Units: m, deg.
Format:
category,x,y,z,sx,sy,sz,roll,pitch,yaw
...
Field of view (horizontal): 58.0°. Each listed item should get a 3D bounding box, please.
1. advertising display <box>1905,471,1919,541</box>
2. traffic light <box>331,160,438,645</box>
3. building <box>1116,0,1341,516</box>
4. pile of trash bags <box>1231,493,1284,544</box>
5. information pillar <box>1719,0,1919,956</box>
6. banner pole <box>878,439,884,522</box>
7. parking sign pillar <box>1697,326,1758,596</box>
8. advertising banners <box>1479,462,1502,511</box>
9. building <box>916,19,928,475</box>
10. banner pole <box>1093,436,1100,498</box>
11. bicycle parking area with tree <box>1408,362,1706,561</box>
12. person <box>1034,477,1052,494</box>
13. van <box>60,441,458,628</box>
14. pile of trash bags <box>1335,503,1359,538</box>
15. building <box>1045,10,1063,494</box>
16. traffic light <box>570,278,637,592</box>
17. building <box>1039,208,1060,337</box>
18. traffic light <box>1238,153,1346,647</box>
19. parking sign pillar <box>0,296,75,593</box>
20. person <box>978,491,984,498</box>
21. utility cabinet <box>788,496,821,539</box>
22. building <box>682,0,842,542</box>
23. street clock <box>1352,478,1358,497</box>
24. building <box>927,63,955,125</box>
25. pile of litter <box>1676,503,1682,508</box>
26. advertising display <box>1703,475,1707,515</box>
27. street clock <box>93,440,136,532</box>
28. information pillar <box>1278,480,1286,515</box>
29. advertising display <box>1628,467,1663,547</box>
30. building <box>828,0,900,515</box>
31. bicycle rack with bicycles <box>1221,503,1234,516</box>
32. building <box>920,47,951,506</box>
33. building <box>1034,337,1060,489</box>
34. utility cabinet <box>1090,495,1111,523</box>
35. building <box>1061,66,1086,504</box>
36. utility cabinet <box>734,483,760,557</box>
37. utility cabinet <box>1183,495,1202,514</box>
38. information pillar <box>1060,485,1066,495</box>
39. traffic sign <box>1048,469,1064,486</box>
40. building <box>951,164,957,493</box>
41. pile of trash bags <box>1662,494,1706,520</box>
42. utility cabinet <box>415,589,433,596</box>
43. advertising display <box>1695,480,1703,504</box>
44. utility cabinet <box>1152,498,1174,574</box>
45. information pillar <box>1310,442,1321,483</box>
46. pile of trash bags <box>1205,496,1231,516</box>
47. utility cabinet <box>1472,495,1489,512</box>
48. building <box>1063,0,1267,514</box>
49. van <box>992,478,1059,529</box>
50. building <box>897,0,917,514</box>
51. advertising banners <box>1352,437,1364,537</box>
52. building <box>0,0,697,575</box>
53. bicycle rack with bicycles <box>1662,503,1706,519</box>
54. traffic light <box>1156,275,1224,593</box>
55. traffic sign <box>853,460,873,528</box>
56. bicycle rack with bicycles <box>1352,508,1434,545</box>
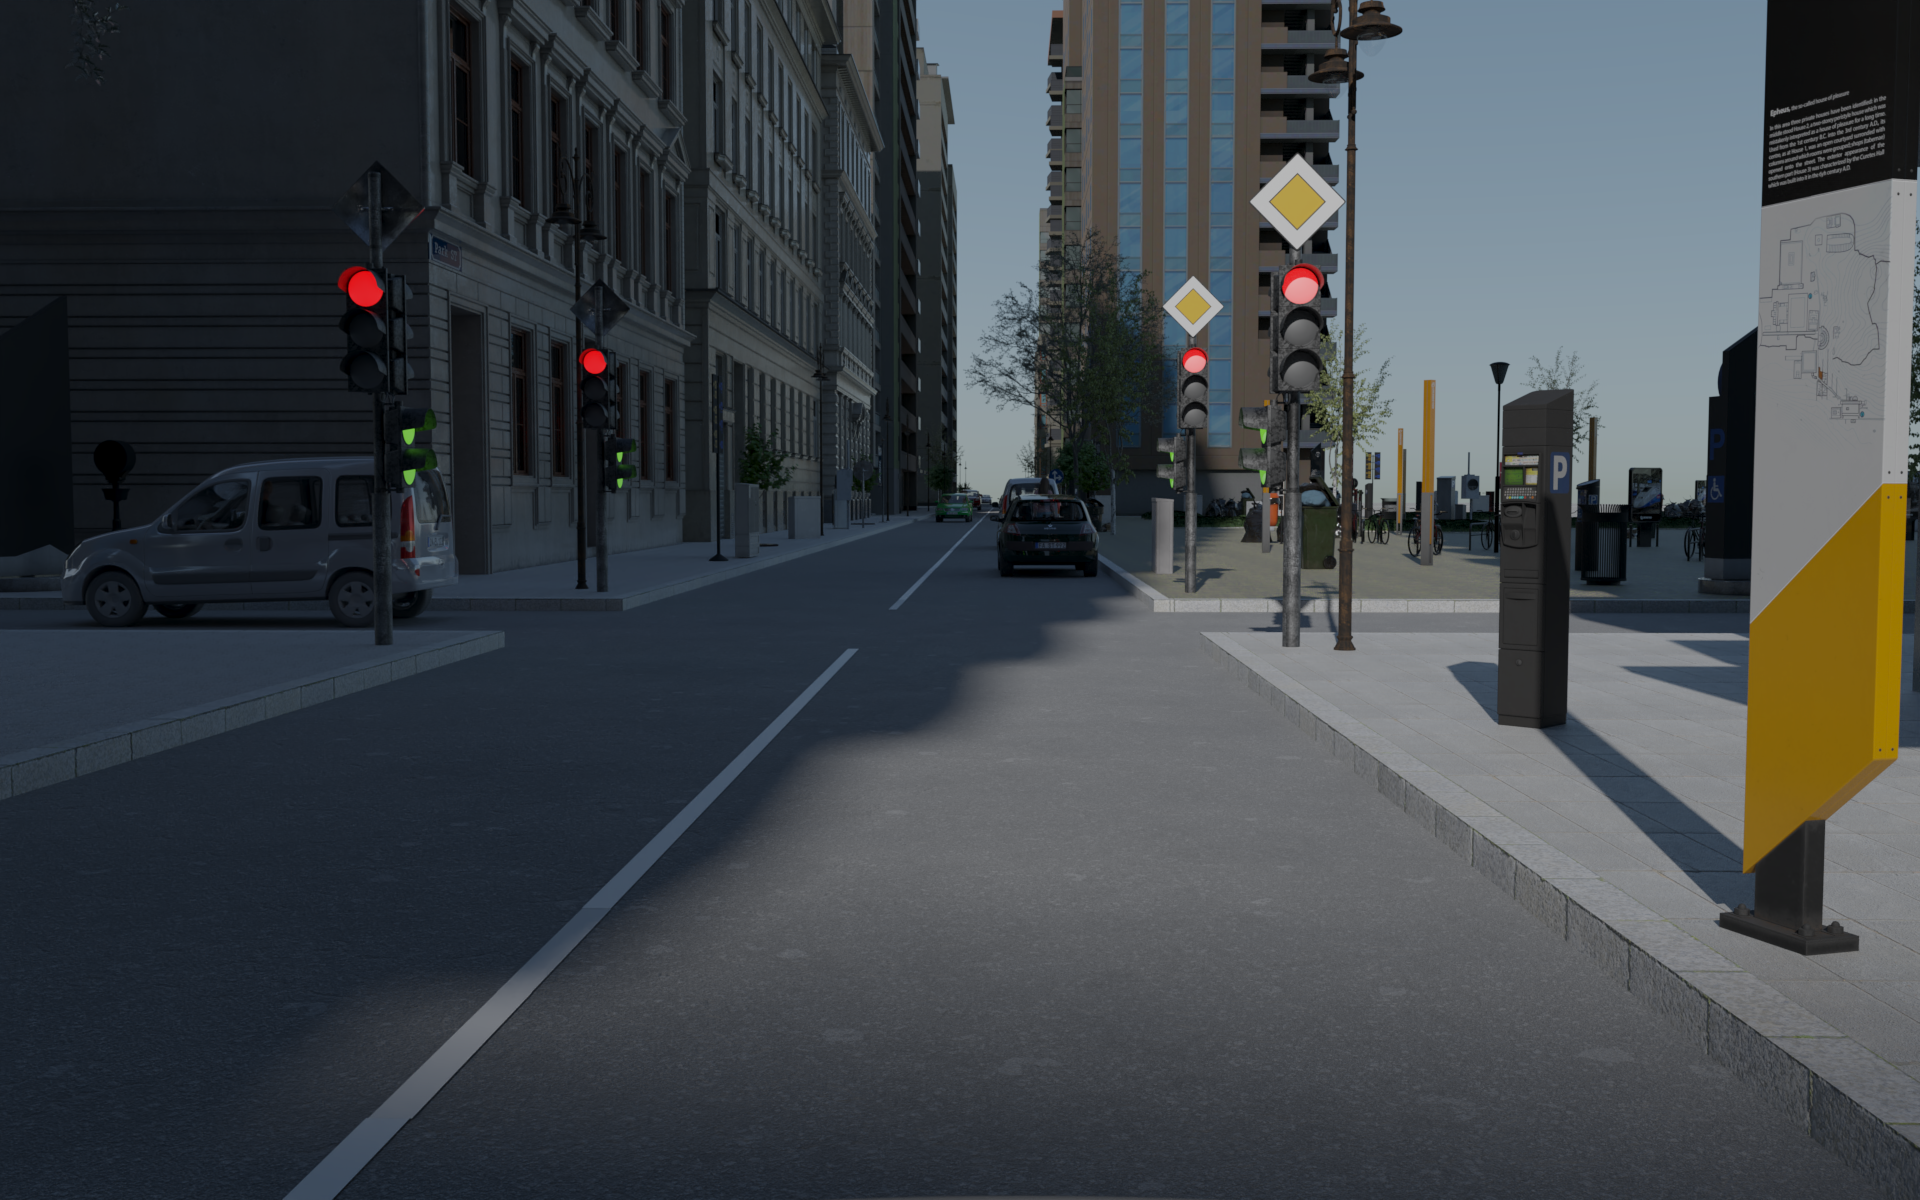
category,x,y,z,sx,sy,sz,roll,pitch,yaw
advertising display,26.224,-2.608,47.858,0.123,1.923,0.974,-1,4,-13
traffic light,-4.893,-1.573,14.641,0.839,4.253,0.868,0,4,2
building,14.620,-27.843,105.352,14.600,45.320,14.200,0,4,2
pile of trash bags,8.336,-2.205,45.812,1.912,1.369,3.447,1,4,13
information pillar,2.410,-0.823,4.806,0.183,3.616,0.504,-1,4,-17
banner pole,-3.551,-5.381,77.998,0.401,3.779,0.863,1,4,17
parking sign pillar,10.321,-2.067,22.271,1.447,3.967,1.447,-1,4,-10
advertising banners,28.872,-6.007,94.406,2.074,3.025,0.090,3,4,37
building,-14.908,-32.349,148.509,23.786,49.044,30.456,0,4,2
banner pole,5.697,-5.031,72.266,0.401,3.779,0.863,-1,4,-18
bicycle parking area with tree,14.068,-3.030,36.539,8.231,4.147,9.016,3,5,44
person,1.977,-1.941,40.238,0.555,1.821,0.388,0,4,-1
van,-7.797,-0.753,19.326,4.112,2.044,2.013,0,4,1
pile of trash bags,10.620,-2.486,50.398,1.912,1.369,3.447,1,4,12
building,18.948,-30.736,157.163,22.147,44.769,28.867,0,4,2
traffic light,-4.678,-2.061,22.623,0.839,4.253,0.868,0,4,2
building,18.311,-34.586,249.077,14.154,41.232,14.086,0,4,2
traffic light,2.766,-1.561,14.451,0.839,4.253,0.868,0,4,2
parking sign pillar,-12.593,-2.121,23.147,1.447,3.967,1.447,2,4,27
person,2.341,-12.932,219.956,1.348,1.821,0.705,1,4,12
utility cabinet,-4.475,-2.360,49.749,0.306,1.237,1.020,3,5,43
building,-13.509,-13.856,59.832,16.112,22.955,30.059,0,4,2
street clock,17.612,-4.477,77.774,0.358,2.002,0.471,-3,5,-41
building,-15.325,-38.415,217.317,28.713,52.752,27.495,0,4,2
pile of litter,36.949,-4.582,88.881,1.719,0.858,1.176,3,5,42
advertising display,23.651,-2.990,54.105,0.123,1.923,0.974,-1,4,-13
street clock,-11.347,-1.145,23.299,0.471,2.002,0.358,0,4,5
information pillar,16.608,-5.192,89.374,0.304,2.012,0.304,2,4,26
advertising display,16.606,-2.250,41.996,0.974,1.923,0.123,-1,4,-23
building,-11.138,-25.749,104.585,14.154,41.232,14.086,0,4,2
bicycle rack with bicycles,12.231,-3.708,74.014,2.852,0.926,2.925,1,4,11
building,-12.348,-34.811,192.855,21.300,48.544,21.600,0,4,2
building,22.787,-21.963,204.142,27.650,21.520,28.899,0,4,2
utility cabinet,6.307,-4.038,77.182,1.020,1.237,0.306,-2,4,-24
building,14.053,-21.333,120.502,14.160,30.474,14.107,0,4,2
utility cabinet,-4.296,-1.614,35.060,0.318,1.500,1.173,0,4,3
utility cabinet,13.093,-5.272,97.356,1.020,1.237,0.306,0,4,-1
information pillar,5.702,-5.602,96.081,0.304,2.012,0.304,-1,4,-9
traffic sign,4.867,-5.364,87.807,0.768,2.556,0.104,0,4,4
building,-11.357,-37.807,241.850,21.300,48.544,21.600,0,4,2
pile of trash bags,31.698,-4.066,76.227,3.447,1.369,1.912,-2,4,-26
utility cabinet,-7.210,-0.664,22.023,1.020,1.237,0.306,1,4,21
advertising display,34.163,-4.566,79.869,0.974,1.923,0.123,-3,5,-41
utility cabinet,3.321,-1.052,28.368,0.306,1.237,1.020,0,4,3
information pillar,16.054,-5.309,78.159,0.504,3.616,0.183,0,4,-8
pile of trash bags,14.367,-4.973,91.065,1.912,1.369,3.447,3,5,39
utility cabinet,27.244,-4.876,90.885,1.020,1.237,0.306,-1,4,-19
building,15.090,-29.632,134.602,14.600,45.320,14.200,0,4,2
van,1.847,-2.377,45.881,2.013,2.044,4.112,0,4,1
building,-14.246,-30.509,122.518,21.300,48.544,21.600,0,4,2
advertising banners,12.053,-3.457,52.706,0.090,3.025,2.074,0,4,3
building,-12.343,-12.115,34.245,11.583,22.565,21.152,0,4,2
bicycle rack with bicycles,27.903,-3.312,67.535,2.852,0.926,2.925,2,4,32
traffic light,2.981,-2.050,22.433,0.839,4.253,0.868,0,4,2
traffic sign,-3.658,-3.989,65.329,0.768,2.556,0.104,0,4,3
bicycle rack with bicycles,11.231,-1.931,44.958,2.852,0.926,2.925,1,4,16
